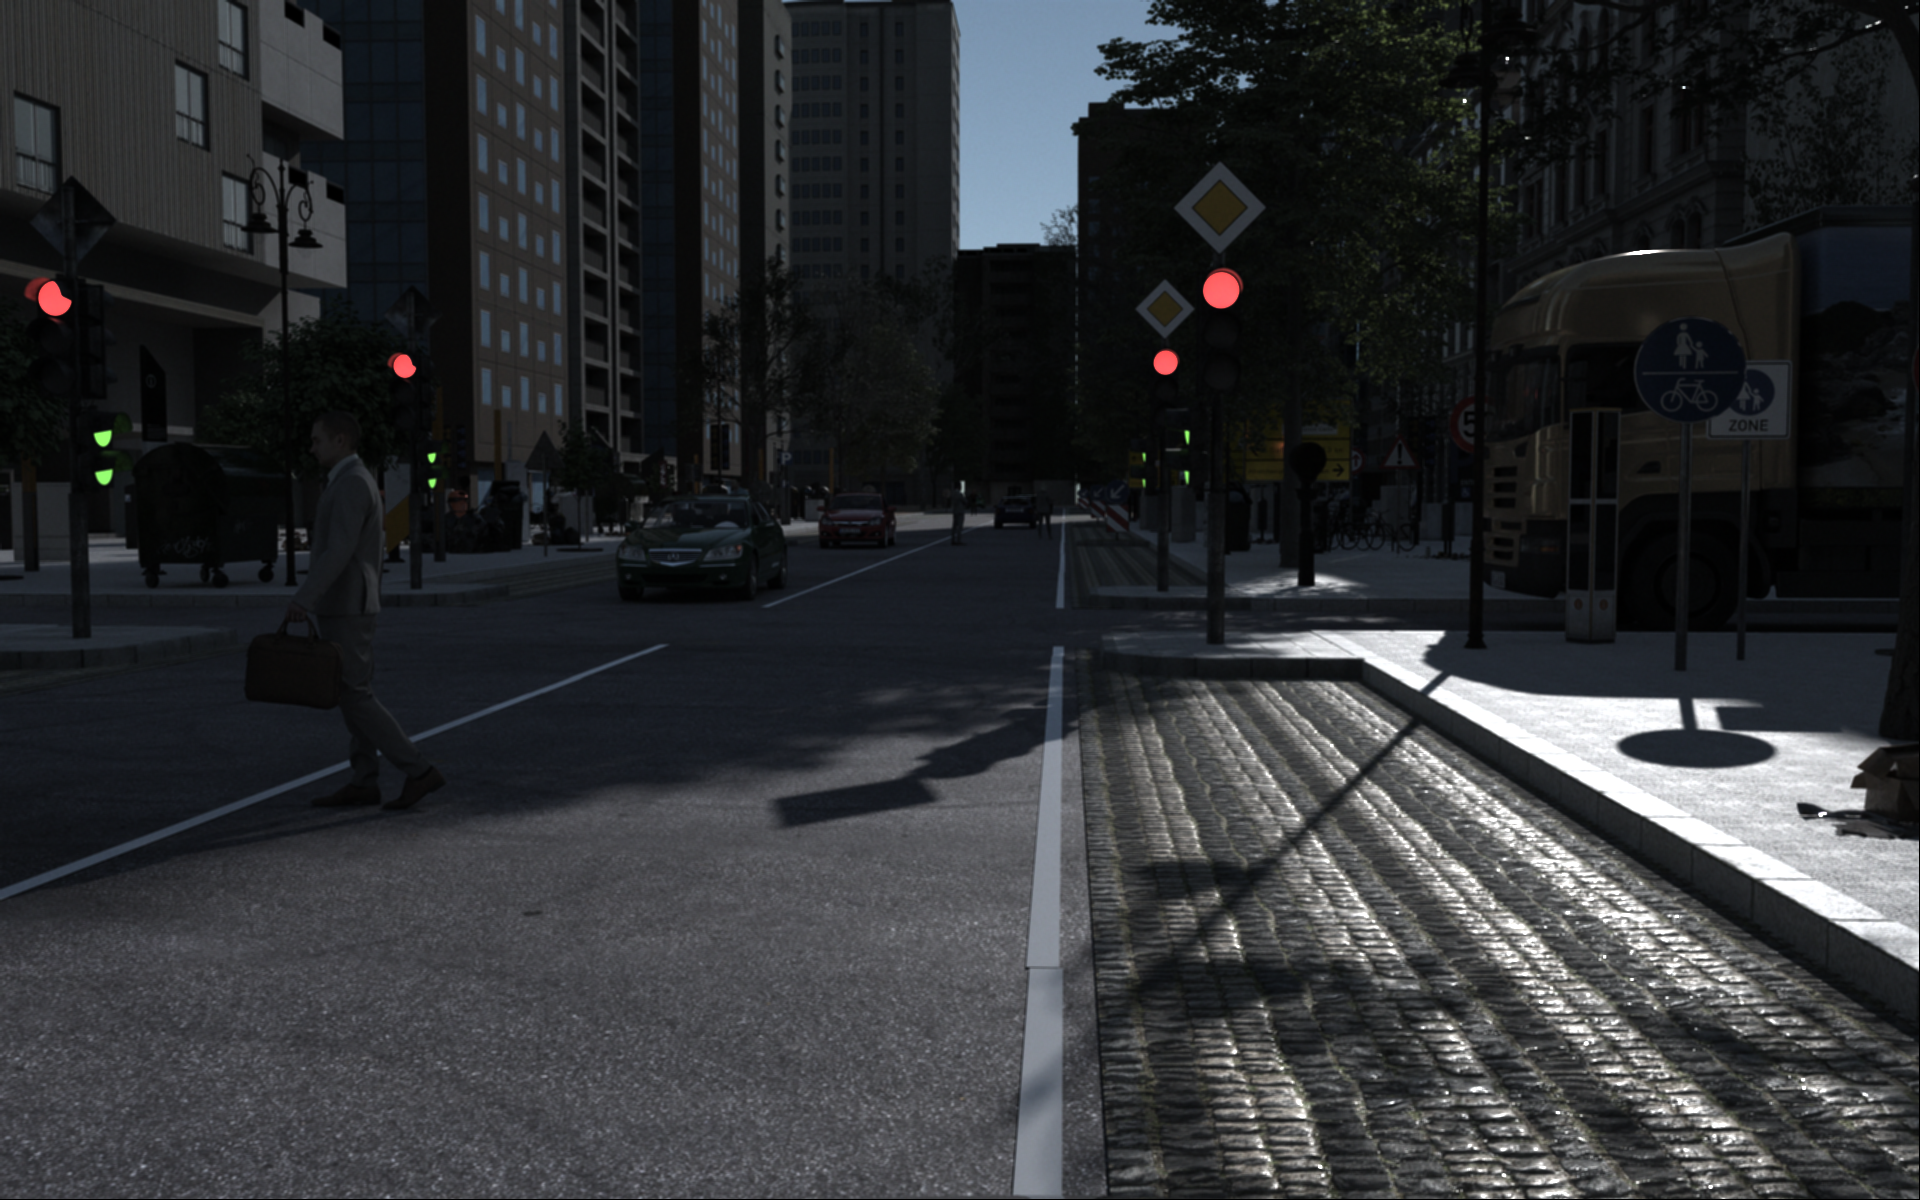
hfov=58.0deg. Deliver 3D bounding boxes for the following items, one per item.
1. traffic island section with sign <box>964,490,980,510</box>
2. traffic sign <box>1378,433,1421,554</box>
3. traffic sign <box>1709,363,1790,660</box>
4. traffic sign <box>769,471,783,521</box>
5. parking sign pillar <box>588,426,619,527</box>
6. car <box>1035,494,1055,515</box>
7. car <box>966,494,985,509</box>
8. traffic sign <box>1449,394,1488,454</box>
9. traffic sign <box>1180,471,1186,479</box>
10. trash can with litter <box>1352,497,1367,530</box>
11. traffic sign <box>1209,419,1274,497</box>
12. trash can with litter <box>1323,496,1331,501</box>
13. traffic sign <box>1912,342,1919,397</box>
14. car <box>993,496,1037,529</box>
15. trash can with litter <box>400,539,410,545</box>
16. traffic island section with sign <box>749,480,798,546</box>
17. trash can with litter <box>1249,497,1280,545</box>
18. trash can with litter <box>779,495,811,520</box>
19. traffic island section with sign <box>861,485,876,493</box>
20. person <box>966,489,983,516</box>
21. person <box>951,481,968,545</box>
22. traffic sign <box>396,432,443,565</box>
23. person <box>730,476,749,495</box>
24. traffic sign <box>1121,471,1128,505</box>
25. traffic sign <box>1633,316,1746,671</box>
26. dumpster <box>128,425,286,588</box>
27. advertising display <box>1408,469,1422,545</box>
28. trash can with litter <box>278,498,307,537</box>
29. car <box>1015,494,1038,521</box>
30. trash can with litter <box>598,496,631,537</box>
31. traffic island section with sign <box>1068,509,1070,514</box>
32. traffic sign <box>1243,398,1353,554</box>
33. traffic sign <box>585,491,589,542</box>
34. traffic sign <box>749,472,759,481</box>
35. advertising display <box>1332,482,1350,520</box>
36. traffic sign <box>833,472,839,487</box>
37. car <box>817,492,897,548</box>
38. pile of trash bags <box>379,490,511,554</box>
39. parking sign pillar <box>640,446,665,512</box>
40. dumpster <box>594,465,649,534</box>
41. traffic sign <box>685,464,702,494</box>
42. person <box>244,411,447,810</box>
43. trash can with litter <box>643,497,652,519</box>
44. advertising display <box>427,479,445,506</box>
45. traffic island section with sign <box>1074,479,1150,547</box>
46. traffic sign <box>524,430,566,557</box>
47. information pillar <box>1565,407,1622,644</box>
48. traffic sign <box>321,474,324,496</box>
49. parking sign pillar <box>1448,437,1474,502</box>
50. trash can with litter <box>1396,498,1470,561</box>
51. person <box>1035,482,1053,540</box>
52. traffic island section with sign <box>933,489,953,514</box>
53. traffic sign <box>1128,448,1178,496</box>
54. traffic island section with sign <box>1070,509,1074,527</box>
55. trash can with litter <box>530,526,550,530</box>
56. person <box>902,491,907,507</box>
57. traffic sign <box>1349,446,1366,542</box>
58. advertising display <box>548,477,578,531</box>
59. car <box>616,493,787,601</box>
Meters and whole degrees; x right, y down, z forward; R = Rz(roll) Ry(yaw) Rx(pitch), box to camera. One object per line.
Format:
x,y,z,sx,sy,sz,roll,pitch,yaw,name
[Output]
0.729,-8.775,152.096,1.989,1.847,2.006,0,4,3,traffic island section with sign
9.389,-2.265,37.035,0.884,2.594,0.081,0,4,8,traffic sign
6.037,-0.685,13.324,0.606,2.300,0.079,1,4,9,traffic sign
-8.272,-4.630,77.834,0.606,2.300,0.079,0,4,6,traffic sign
-14.282,-4.900,68.583,1.447,3.967,1.447,3,5,43,parking sign pillar
5.672,-6.859,121.934,2.009,1.686,4.222,0,4,3,car
1.513,-9.782,168.734,1.959,1.807,4.718,0,4,3,car
6.614,-1.347,22.123,0.768,2.556,0.104,0,4,6,traffic sign
6.669,-2.949,50.342,0.606,2.300,0.079,1,4,8,traffic sign
14.252,-3.059,61.403,0.624,1.170,1.055,-1,4,-9,trash can with litter
7.899,-3.256,47.110,2.265,3.308,0.079,0,4,4,traffic sign
17.355,-4.329,82.171,0.624,1.170,1.055,2,4,31,trash can with litter
7.093,-0.742,12.233,0.768,2.556,0.104,1,4,10,traffic sign
2.350,-3.677,72.704,1.945,1.354,3.894,0,4,4,car
-14.528,-1.973,43.309,2.233,1.210,1.678,0,4,1,trash can with litter
-5.562,-2.407,47.987,1.989,1.847,2.006,0,4,3,traffic island section with sign
7.739,-2.076,44.999,1.678,1.210,2.233,1,4,11,trash can with litter
-7.944,-4.600,86.259,2.233,1.210,1.678,-1,4,-18,trash can with litter
-3.933,-4.059,74.985,1.989,1.847,2.006,0,4,3,traffic island section with sign
0.903,-6.470,114.798,1.217,1.766,0.721,1,4,12,person
0.002,-2.446,48.665,0.511,1.800,0.466,3,5,42,person
-9.523,-1.864,30.484,0.884,2.594,0.081,1,4,10,traffic sign
-4.607,-1.724,36.715,0.660,1.820,0.620,3,4,36,person
9.090,-5.775,94.424,0.884,2.594,0.081,0,4,6,traffic sign
5.243,-0.760,12.525,0.768,2.556,0.104,1,4,9,traffic sign
-10.529,-1.335,24.323,1.502,2.255,1.985,0,4,3,dumpster
11.498,-2.358,43.769,0.123,1.923,0.974,0,4,3,advertising display
-20.144,-2.549,52.739,2.233,1.210,1.678,-1,4,-15,trash can with litter
3.599,-5.129,93.638,2.009,1.686,4.222,0,4,5,car
-10.300,-2.567,53.026,1.678,1.210,2.233,-2,4,-26,trash can with litter
8.833,-7.081,124.402,1.989,1.847,2.006,0,4,3,traffic island section with sign
7.164,-2.625,36.796,2.265,3.308,0.079,1,4,11,traffic sign
-10.034,-2.840,46.539,0.768,2.556,0.104,1,4,12,traffic sign
-9.431,-4.747,79.743,0.606,2.300,0.079,0,4,7,traffic sign
18.633,-4.847,84.467,0.974,1.923,0.123,0,4,6,advertising display
-6.959,-6.016,98.467,0.768,2.556,0.104,0,4,5,traffic sign
-2.759,-2.326,47.065,2.155,1.783,4.494,0,4,3,car
-11.659,-1.755,38.440,3.447,1.369,1.912,2,4,24,pile of trash bags
-17.282,-6.653,97.241,1.447,3.967,1.447,-1,4,-22,parking sign pillar
-11.200,-3.335,57.026,1.502,2.255,1.985,0,4,3,dumpster
-9.002,-3.453,58.579,0.606,2.300,0.079,1,4,13,traffic sign
-2.808,0.043,7.918,0.853,1.813,0.709,-1,4,-19,person
-16.489,-4.783,89.585,0.624,1.170,1.055,3,5,44,trash can with litter
-19.038,-3.532,62.963,0.123,1.923,0.974,1,4,16,advertising display
4.216,-2.397,47.816,1.989,1.847,2.006,0,4,3,traffic island section with sign
-8.490,-2.167,35.427,0.884,2.594,0.081,1,4,8,traffic sign
5.446,-0.637,14.908,0.304,2.012,0.304,-2,4,-25,information pillar
-12.109,-2.013,32.908,0.884,2.594,0.081,1,4,11,traffic sign
17.227,-4.291,58.634,1.447,3.967,1.447,3,5,45,parking sign pillar
9.610,-1.418,34.248,1.678,1.210,2.233,0,4,6,trash can with litter
2.628,-2.805,54.544,0.537,1.800,0.526,2,4,34,person
-0.911,-7.118,124.999,1.989,1.847,2.006,0,4,3,traffic island section with sign
8.625,-5.103,77.305,2.265,3.308,0.079,1,4,11,traffic sign
5.848,-4.051,74.864,1.989,1.847,2.006,0,4,3,traffic island section with sign
-14.270,-3.083,61.464,2.233,1.210,1.678,2,4,28,trash can with litter
-5.765,-10.461,180.464,0.541,1.710,0.530,1,4,15,person
10.461,-2.828,46.336,0.768,2.556,0.104,0,4,6,traffic sign
-13.690,-3.337,59.769,0.974,1.923,0.123,-1,4,-10,advertising display
-3.613,-0.798,24.840,2.131,1.459,4.920,0,4,3,car
